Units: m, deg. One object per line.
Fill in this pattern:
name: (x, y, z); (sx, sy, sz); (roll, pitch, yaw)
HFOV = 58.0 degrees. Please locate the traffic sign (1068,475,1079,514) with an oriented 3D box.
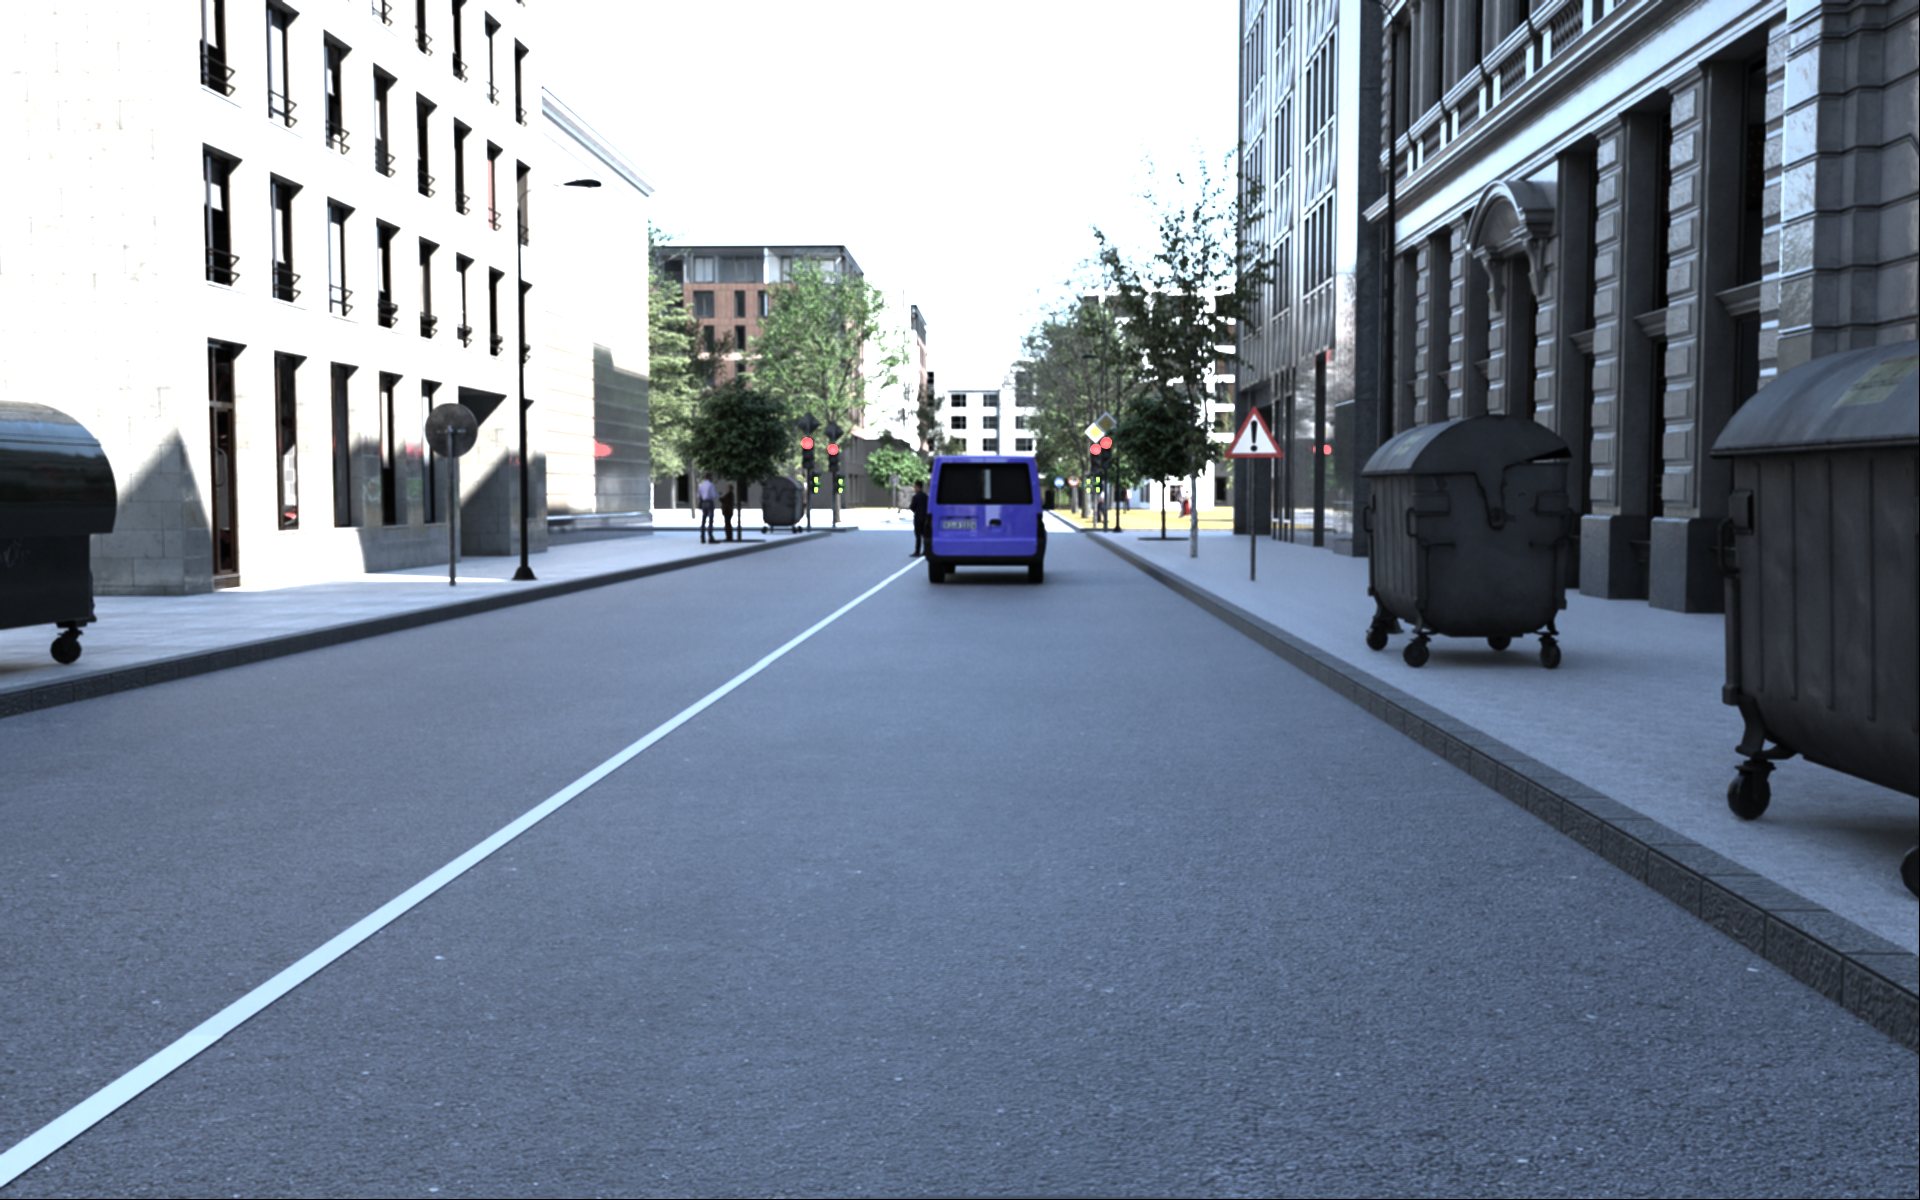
traffic sign: (7.401, -6.896, 112.861); (0.768, 2.556, 0.104); (0, 4, 7)

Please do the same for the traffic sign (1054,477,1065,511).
traffic sign: (7.414, -7.896, 129.209); (0.768, 2.556, 0.104); (0, 4, 3)

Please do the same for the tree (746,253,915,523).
tree: (-5.575, -9.189, 75.992); (9.928, 11.665, 9.643); (0, 3, 0)

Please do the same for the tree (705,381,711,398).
tree: (-22.470, -13.366, 136.662); (7.486, 12.596, 7.792); (0, 3, 0)

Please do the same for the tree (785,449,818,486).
tree: (-12.550, -11.368, 136.236); (4.360, 8.622, 3.978); (0, 3, 0)

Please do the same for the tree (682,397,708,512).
tree: (-18.656, -10.712, 125.507); (4.737, 8.622, 4.395); (0, 3, 0)

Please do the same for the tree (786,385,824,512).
tree: (-10.171, -9.823, 110.962); (4.737, 8.622, 4.395); (0, 3, 0)

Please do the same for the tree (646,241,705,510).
tree: (-14.941, -9.552, 74.308); (7.486, 12.596, 7.792); (0, 3, 0)

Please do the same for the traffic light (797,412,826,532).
traffic light: (-5.088, -4.229, 58.396); (0.839, 4.213, 0.868); (0, 4, 2)

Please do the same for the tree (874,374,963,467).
tree: (-3.515, -12.320, 135.836); (8.767, 10.594, 7.601); (3, 5, 39)

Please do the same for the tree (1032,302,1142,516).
tree: (7.635, -11.218, 101.539); (7.486, 12.596, 7.792); (0, 3, 0)

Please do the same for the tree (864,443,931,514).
tree: (-4.625, -7.818, 111.542); (4.285, 4.588, 4.351); (0, 3, 0)

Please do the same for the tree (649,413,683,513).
tree: (-20.897, -10.273, 118.318); (4.360, 8.622, 3.978); (0, 3, 0)

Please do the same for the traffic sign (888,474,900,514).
traffic sign: (-4.143, -6.672, 109.197); (0.768, 2.556, 0.104); (0, 4, 6)

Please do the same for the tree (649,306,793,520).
tree: (-13.681, -9.312, 86.656); (7.601, 10.594, 8.767); (-3, 4, -38)

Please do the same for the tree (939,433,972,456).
tree: (-0.393, -16.136, 214.185); (4.737, 8.622, 4.395); (0, 3, 0)

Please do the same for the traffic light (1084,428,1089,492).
traffic light: (5.141, -4.698, 66.053); (0.839, 4.213, 0.868); (0, 4, 2)

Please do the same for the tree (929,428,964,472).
tree: (-1.301, -14.706, 190.808); (4.360, 8.622, 3.978); (0, 3, 0)

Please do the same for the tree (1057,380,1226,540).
tree: (5.696, -3.980, 48.793); (4.285, 4.588, 4.351); (0, 3, 0)

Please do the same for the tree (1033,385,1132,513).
tree: (7.843, -12.021, 118.591); (6.751, 12.117, 7.091); (0, 3, 0)

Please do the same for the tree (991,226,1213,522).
tree: (6.410, -10.293, 78.667); (12.009, 13.543, 11.850); (0, 3, 0)

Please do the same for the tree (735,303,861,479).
tree: (-9.323, -11.111, 99.788); (7.486, 12.596, 7.792); (0, 3, 0)

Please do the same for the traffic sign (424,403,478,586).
traffic sign: (-7.102, -1.471, 24.164); (0.768, 2.556, 0.104); (0, 4, 6)

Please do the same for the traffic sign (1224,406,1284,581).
traffic sign: (4.337, -1.565, 25.587); (0.884, 2.594, 0.081); (1, 4, 10)

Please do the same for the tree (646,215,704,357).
tree: (-21.737, -15.232, 104.928); (12.611, 20.169, 13.585); (0, 3, 0)

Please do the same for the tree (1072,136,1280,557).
tree: (4.526, -5.172, 34.932); (4.737, 8.622, 4.395); (0, 3, 0)

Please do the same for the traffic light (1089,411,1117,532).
traffic light: (4.868, -4.210, 58.072); (0.839, 4.213, 0.868); (0, 4, 2)

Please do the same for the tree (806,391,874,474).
tree: (-11.252, -11.766, 126.787); (8.767, 10.594, 7.601); (0, 4, 4)

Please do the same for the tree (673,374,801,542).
tree: (-5.878, -3.848, 46.625); (4.285, 4.588, 4.351); (0, 3, 0)

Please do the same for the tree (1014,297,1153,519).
tree: (6.509, -10.060, 90.243); (9.928, 11.665, 9.643); (0, 3, 0)

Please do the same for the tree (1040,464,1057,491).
tree: (9.001, -9.758, 143.260); (4.285, 4.588, 4.351); (0, 3, 0)
